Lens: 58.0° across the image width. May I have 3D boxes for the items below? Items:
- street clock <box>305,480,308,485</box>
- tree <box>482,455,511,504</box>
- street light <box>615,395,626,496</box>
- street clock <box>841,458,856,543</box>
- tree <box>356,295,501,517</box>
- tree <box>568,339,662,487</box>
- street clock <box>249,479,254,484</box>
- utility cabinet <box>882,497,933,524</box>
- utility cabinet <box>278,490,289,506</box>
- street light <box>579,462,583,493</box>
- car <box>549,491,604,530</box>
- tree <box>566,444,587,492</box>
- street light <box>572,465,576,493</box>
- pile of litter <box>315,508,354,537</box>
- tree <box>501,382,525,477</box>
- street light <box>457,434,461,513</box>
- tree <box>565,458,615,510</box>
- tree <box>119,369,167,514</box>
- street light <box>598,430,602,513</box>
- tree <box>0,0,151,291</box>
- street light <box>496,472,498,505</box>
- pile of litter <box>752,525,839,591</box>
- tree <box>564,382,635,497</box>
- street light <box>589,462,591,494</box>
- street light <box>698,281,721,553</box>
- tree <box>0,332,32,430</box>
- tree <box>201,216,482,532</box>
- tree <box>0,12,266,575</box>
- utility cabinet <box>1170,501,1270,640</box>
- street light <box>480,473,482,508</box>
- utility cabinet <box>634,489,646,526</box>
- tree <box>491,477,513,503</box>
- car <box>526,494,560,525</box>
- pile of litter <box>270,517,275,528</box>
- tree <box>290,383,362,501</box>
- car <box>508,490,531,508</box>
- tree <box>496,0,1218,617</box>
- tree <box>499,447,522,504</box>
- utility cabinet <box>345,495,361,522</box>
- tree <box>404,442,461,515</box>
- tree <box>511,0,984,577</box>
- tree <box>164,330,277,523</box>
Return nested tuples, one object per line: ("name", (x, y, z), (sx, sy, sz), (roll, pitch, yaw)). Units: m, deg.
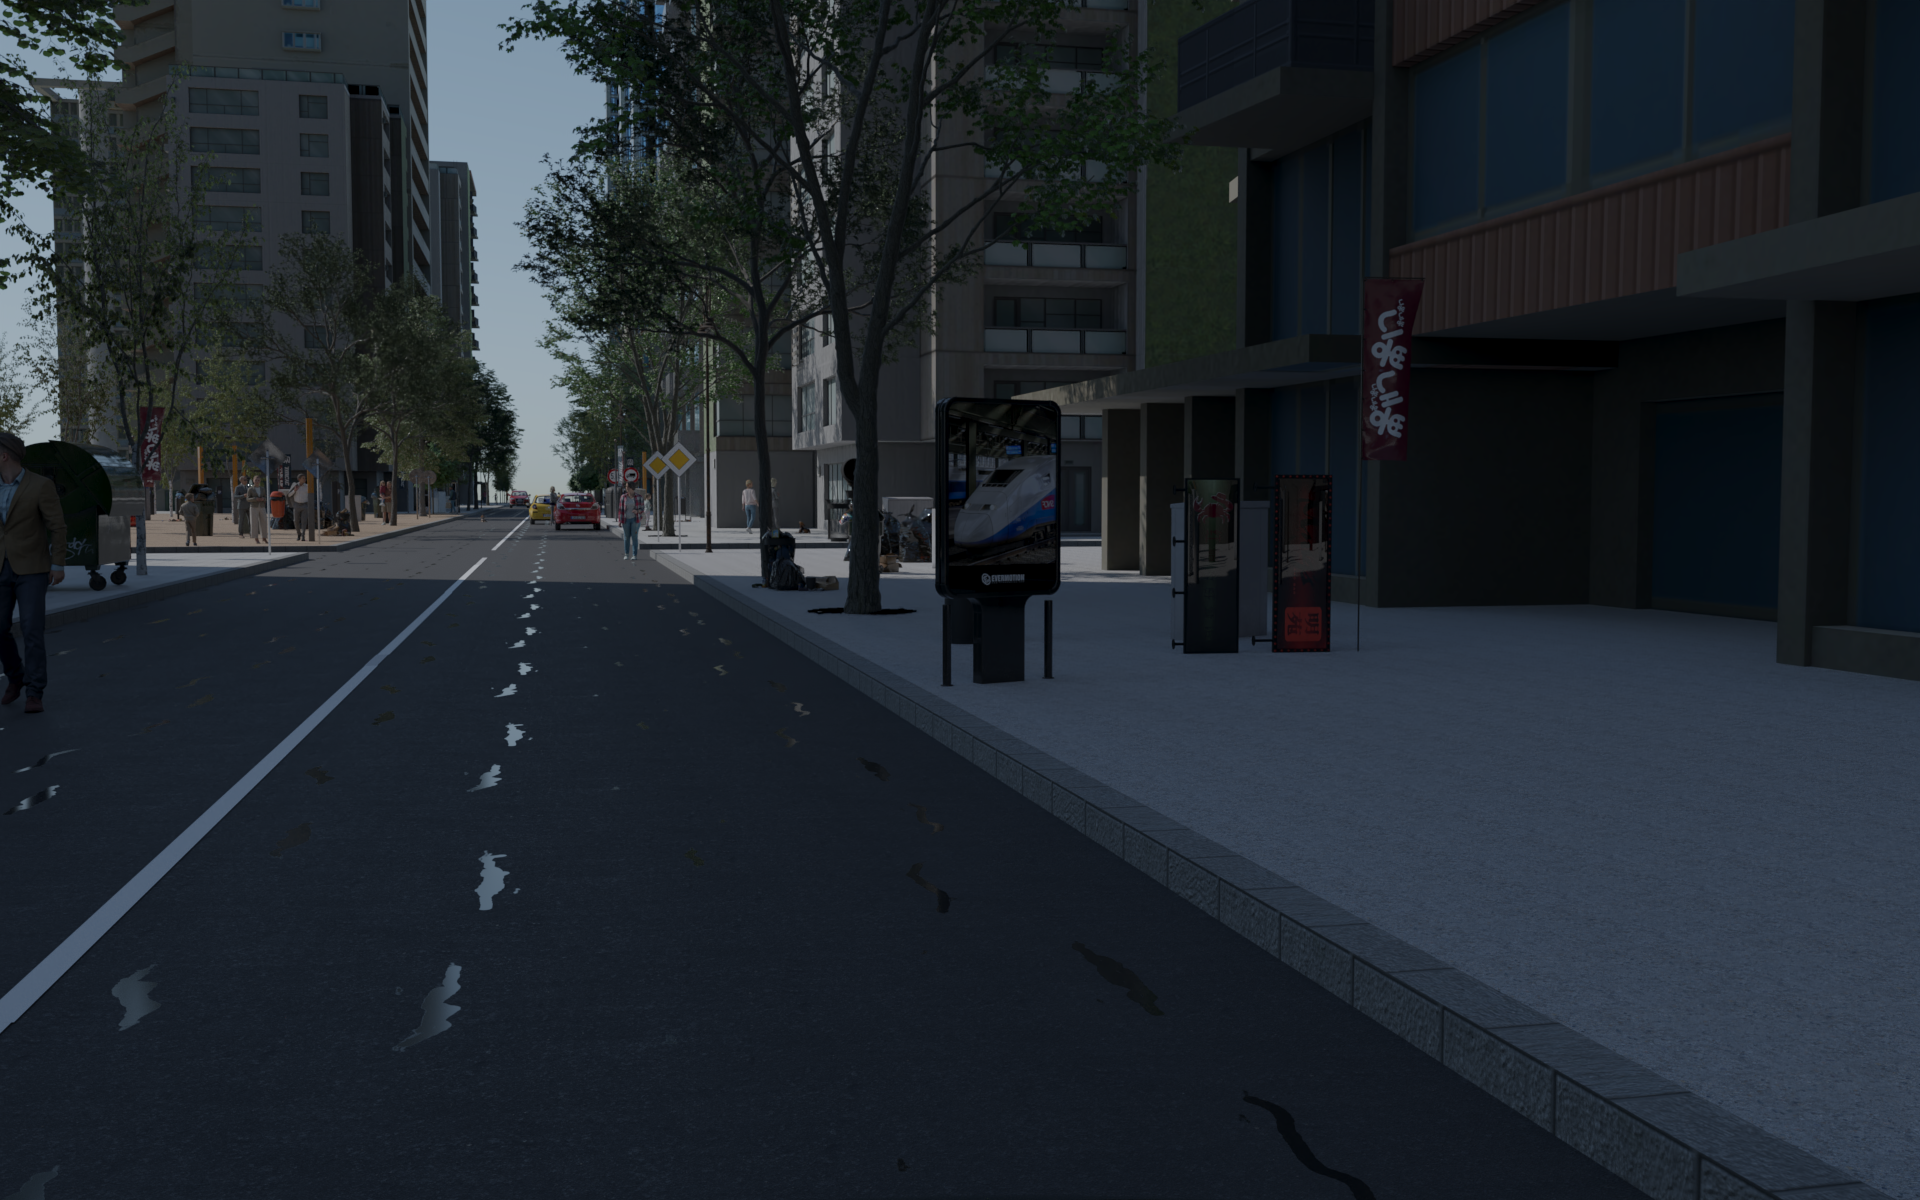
("street clock", (-32.831, -5.023, 86.690), (0.471, 2.002, 0.358), (-2, 4, -25))
("tree", (-59.989, -16.792, 224.918), (4.360, 8.622, 3.978), (0, 3, 0))
("street light", (-15.804, -6.605, 80.785), (0.468, 5.910, 1.993), (-1, 4, -13))
("street clock", (-2.163, -1.870, 35.142), (0.471, 2.002, 0.358), (-1, 4, -18))
("tree", (-30.498, -11.010, 98.133), (7.486, 12.596, 7.792), (0, 3, 0))
("tree", (-25.341, -12.786, 127.175), (7.486, 12.596, 7.792), (0, 3, 0))
("street clock", (-34.112, -4.832, 83.578), (0.358, 2.002, 0.471), (-3, 5, -44))
("utility cabinet", (-1.054, -1.473, 35.251), (1.020, 1.237, 0.306), (-2, 4, -27))
("utility cabinet", (-33.161, -4.704, 85.594), (0.318, 1.500, 1.173), (1, 4, 15))
("street light", (-42.273, -13.499, 193.497), (0.468, 5.910, 1.993), (-1, 4, -13))
("car", (-15.463, -3.724, 69.921), (2.155, 1.783, 4.494), (-1, 4, -13))
("tree", (-47.917, -16.381, 218.195), (4.360, 8.622, 3.978), (0, 3, 0))
("street light", (-52.571, -16.135, 236.598), (0.468, 5.910, 1.993), (-1, 4, -13))
("pile of litter", (-19.097, -2.383, 52.932), (1.176, 0.858, 1.719), (-1, 4, -10))
("tree", (-40.647, -13.977, 146.645), (7.486, 12.596, 7.792), (0, 3, 0))
("street light", (-34.418, -8.933, 118.840), (0.468, 5.910, 1.993), (-1, 4, -13))
("tree", (-36.983, -11.589, 173.201), (4.285, 4.588, 4.351), (0, 3, 0))
("tree", (-44.140, -8.978, 97.155), (4.737, 8.622, 4.395), (0, 3, 0))
("street light", (-24.656, -8.924, 118.700), (0.468, 5.910, 1.993), (-1, 4, -13))
("tree", (-11.047, -5.901, 14.601), (7.486, 12.596, 7.792), (0, 3, 0))
("street light", (-53.579, -13.915, 200.289), (0.468, 5.910, 1.993), (-1, 4, -13))
("pile of litter", (-2.232, -0.588, 23.585), (1.176, 0.858, 1.719), (-1, 4, -11))
("tree", (-22.362, -9.634, 107.881), (4.737, 8.622, 4.395), (0, 3, 0))
("street light", (-33.192, -11.166, 155.345), (0.468, 5.910, 1.993), (-1, 4, -13))
("street light", (-5.495, -3.972, 37.731), (0.468, 5.910, 1.993), (-1, 4, -13))
("tree", (-43.845, -7.797, 77.842), (4.737, 8.622, 4.395), (0, 3, 0))
("tree", (-20.812, -7.592, 58.535), (7.601, 10.594, 8.767), (1, 4, 21))
("tree", (-12.896, -4.689, 27.021), (4.360, 8.622, 3.978), (0, 3, 0))
("utility cabinet", (2.320, -0.264, 15.484), (1.020, 1.237, 0.306), (-3, 5, -41))
("street light", (-43.396, -11.258, 156.850), (0.468, 5.910, 1.993), (-1, 4, -13))
("utility cabinet", (-12.837, -3.711, 69.358), (0.318, 1.500, 1.173), (0, 4, 3))
("tree", (-66.190, -16.340, 250.880), (4.285, 4.588, 4.351), (0, 3, 0))
("car", (-19.716, -4.441, 82.841), (2.015, 1.641, 3.980), (-1, 4, -15))
("pile of litter", (-25.475, -3.157, 65.585), (1.176, 0.858, 1.719), (1, 4, 15))
("tree", (-40.932, -9.842, 111.276), (4.360, 8.622, 3.978), (0, 3, 0))
("car", (-45.485, -10.407, 178.827), (2.281, 1.827, 5.304), (-1, 4, -15))
("tree", (-1.071, -5.650, 18.131), (9.928, 11.665, 9.643), (0, 3, 0))
("tree", (-71.376, -19.684, 272.188), (4.737, 8.622, 4.395), (0, 3, 0))
("utility cabinet", (-28.270, -4.252, 80.690), (0.306, 1.237, 1.020), (0, 4, 7))
("tree", (-32.791, -7.565, 107.395), (4.285, 4.588, 4.351), (0, 3, 0))
("tree", (-3.275, -5.628, 26.422), (7.601, 10.594, 8.767), (-1, 4, -16))
("tree", (-32.146, -7.712, 76.449), (4.737, 8.622, 4.395), (0, 3, 0))
